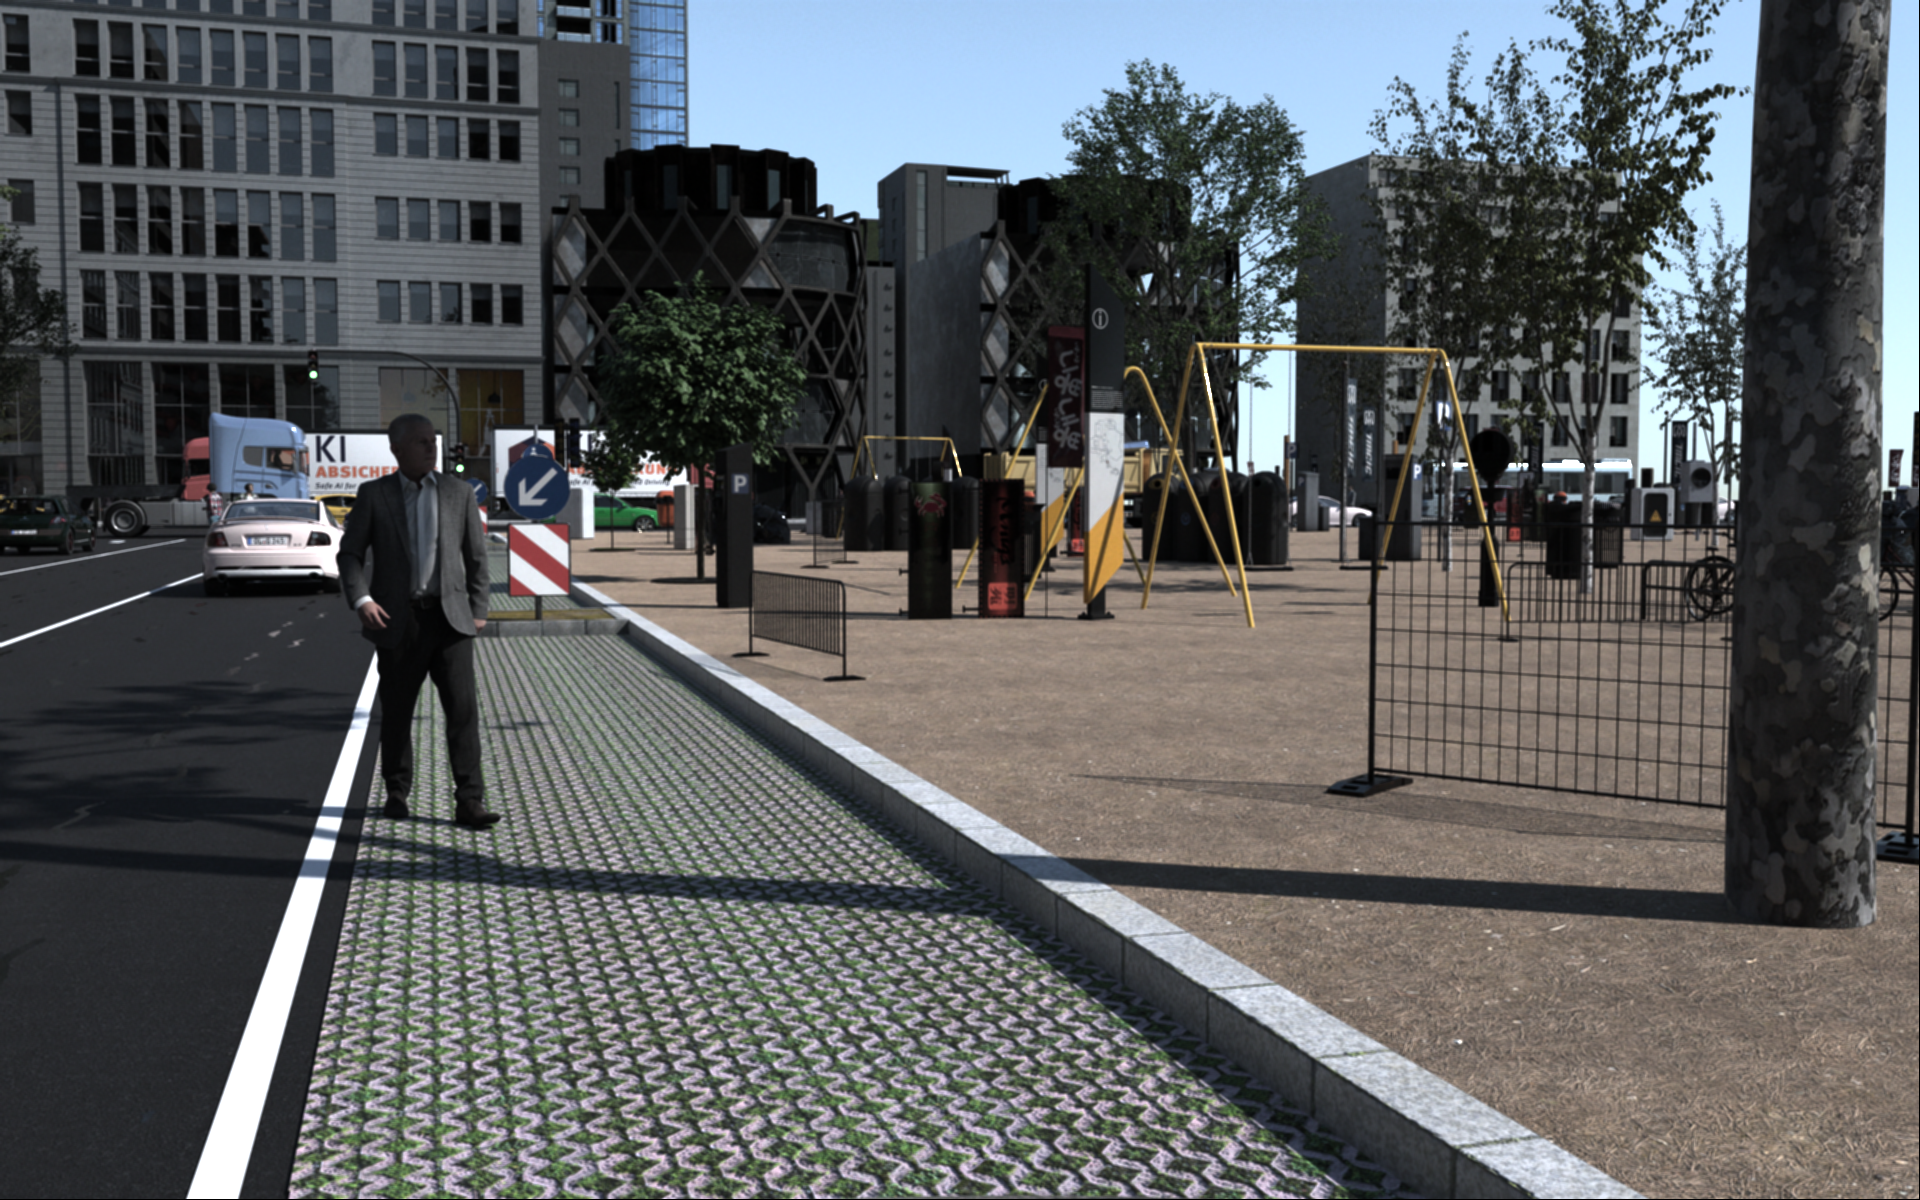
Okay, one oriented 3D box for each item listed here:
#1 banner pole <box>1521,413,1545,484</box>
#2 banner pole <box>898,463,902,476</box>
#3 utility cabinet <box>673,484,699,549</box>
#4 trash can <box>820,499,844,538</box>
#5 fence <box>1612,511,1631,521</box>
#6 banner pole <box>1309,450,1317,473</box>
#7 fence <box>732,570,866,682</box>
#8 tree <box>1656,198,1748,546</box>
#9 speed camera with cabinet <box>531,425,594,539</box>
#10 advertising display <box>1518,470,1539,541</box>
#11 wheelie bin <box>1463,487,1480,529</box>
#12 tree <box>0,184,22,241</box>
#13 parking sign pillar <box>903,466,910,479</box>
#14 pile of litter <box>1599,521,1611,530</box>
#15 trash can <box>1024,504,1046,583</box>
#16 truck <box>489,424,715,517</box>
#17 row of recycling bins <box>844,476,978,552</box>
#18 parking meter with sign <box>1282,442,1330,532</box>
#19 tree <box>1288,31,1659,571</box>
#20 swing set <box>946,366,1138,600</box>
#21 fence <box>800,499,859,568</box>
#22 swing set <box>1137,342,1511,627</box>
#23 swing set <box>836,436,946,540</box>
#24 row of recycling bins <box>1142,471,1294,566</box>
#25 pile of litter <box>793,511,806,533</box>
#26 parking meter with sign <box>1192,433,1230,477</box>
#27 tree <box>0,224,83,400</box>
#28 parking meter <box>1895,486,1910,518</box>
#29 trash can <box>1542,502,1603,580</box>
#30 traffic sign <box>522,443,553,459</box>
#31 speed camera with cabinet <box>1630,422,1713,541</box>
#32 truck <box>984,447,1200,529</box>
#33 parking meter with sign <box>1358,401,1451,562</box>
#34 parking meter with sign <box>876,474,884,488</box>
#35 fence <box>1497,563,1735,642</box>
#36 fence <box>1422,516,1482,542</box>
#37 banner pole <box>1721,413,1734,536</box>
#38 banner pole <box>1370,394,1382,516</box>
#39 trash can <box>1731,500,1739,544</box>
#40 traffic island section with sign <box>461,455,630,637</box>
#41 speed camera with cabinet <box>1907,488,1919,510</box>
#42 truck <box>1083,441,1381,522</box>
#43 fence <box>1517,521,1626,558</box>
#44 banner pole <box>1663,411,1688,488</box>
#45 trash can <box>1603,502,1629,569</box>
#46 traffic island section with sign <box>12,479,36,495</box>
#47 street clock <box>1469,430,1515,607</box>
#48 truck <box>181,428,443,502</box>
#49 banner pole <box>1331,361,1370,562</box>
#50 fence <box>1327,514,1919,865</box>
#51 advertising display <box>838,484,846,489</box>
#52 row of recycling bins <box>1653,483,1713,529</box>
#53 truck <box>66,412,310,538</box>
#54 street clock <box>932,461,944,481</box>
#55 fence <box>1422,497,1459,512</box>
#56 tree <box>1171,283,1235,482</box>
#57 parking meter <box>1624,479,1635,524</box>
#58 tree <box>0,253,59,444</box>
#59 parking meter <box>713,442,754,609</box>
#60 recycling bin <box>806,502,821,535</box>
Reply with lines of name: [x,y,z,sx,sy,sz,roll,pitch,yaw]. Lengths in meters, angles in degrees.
banner pole: [17.522,-3.869,53.277,0.863,3.779,0.401,2,4,28]
banner pole: [-4.809,-9.069,138.302,0.401,3.779,0.863,-2,4,-25]
utility cabinet: [-6.297,-1.922,40.106,0.318,1.500,1.173,1,4,11]
trash can: [-3.724,-2.374,50.474,0.748,1.137,0.748,0,3,0]
fence: [23.963,-2.889,62.605,0.278,0.683,2.069,-1,4,-11]
banner pole: [19.918,-6.599,97.918,0.401,3.779,0.863,-2,4,-30]
fence: [-1.226,0.157,12.810,0.278,0.683,2.069,-2,4,-26]
tree: [18.379,-5.626,42.343,4.360,8.622,3.978,0,3,0]
speed camera with cabinet: [-11.430,-3.371,49.454,2.038,3.252,0.660,2,4,27]
advertising display: [15.548,-2.583,47.442,0.123,1.923,0.974,-1,4,-9]
wheelie bin: [18.970,-3.436,64.093,0.693,1.594,0.980,1,4,18]
tree: [-22.689,-6.923,33.779,7.486,12.596,7.792,0,3,0]
parking sign pillar: [-4.561,-10.204,155.306,1.447,3.967,1.447,-3,4,-38]
pile of litter: [22.682,-2.934,61.928,1.719,0.858,1.176,-1,4,-23]
trash can: [0.881,-0.829,25.214,0.748,1.137,0.748,0,3,0]
truck: [-13.707,-5.094,72.208,11.283,4.237,2.839,-1,4,-18]
row of recycling bins: [-0.983,-1.985,39.573,3.534,1.692,1.069,-2,4,-32]
parking meter with sign: [11.874,-3.836,58.986,1.738,3.016,0.543,-3,4,-36]
tree: [8.342,-4.790,28.684,4.360,8.622,3.978,0,3,0]
swing set: [1.668,-1.536,22.738,2.862,2.851,3.119,-1,4,-17]
fence: [-2.322,-1.213,31.028,0.480,1.192,2.264,1,4,11]
swing set: [3.901,-1.268,18.352,3.119,2.851,2.862,-1,4,-16]
swing set: [-1.364,-3.063,47.705,3.119,2.851,2.862,-3,4,-36]
row of recycling bins: [4.762,-1.556,32.553,1.069,1.692,3.534,-3,4,-36]
pile of litter: [-4.719,-2.655,57.376,1.176,0.858,1.719,-3,5,-42]
parking meter with sign: [7.431,-3.293,50.108,1.738,3.016,0.543,0,4,-7]
tree: [-25.455,-6.394,41.419,8.767,10.594,7.601,-1,4,-17]
parking meter: [28.013,-2.635,51.497,0.372,1.533,0.369,0,3,0]
trash can: [9.169,-0.887,26.148,0.748,1.137,0.748,0,3,0]
traffic sign: [-10.656,-2.669,43.741,0.768,2.556,0.104,-1,4,-15]
speed camera with cabinet: [19.512,-3.248,47.447,2.038,3.252,0.660,0,4,-3]
truck: [5.983,-4.689,72.590,9.791,3.379,3.469,-1,4,-18]
parking meter with sign: [8.480,-2.261,33.227,0.543,3.016,1.738,-3,5,-44]
parking meter with sign: [-6.774,-9.341,148.980,0.543,3.016,1.738,-3,5,-43]
fence: [5.773,0.015,15.123,2.069,0.683,0.278,0,3,0]
fence: [12.903,-1.888,46.243,2.069,0.683,0.278,0,4,6]
banner pole: [23.402,-3.838,52.776,0.401,3.779,0.863,1,4,9]
banner pole: [10.339,-3.264,43.387,0.863,3.779,0.401,-3,4,-37]
trash can: [18.078,-1.716,39.709,0.748,1.137,0.748,0,3,0]
traffic island section with sign: [-4.581,-0.584,18.182,1.989,1.847,2.006,-1,4,-17]
speed camera with cabinet: [25.097,-3.061,44.390,2.038,3.252,0.660,-2,4,-34]
truck: [14.610,-6.104,89.566,18.799,4.110,2.967,-1,4,-17]
fence: [12.432,-1.216,35.250,2.069,0.683,0.278,2,4,29]
banner pole: [21.419,-3.793,52.025,0.863,3.779,0.401,0,4,6]
trash can: [11.159,-1.120,29.968,0.748,1.137,0.748,0,3,0]
traffic island section with sign: [-28.419,-2.705,52.366,2.006,1.907,1.989,-1,4,-17]
street clock: [6.031,-0.925,19.693,0.471,2.002,0.358,2,4,32]
truck: [-28.288,-5.269,75.055,11.283,4.237,2.839,-1,4,-18]
banner pole: [7.341,-2.616,32.797,0.401,3.779,0.863,2,4,35]
fence: [2.599,0.266,6.847,2.264,1.192,0.480,3,5,39]
advertising display: [-7.478,-6.583,112.840,0.974,1.923,0.123,-1,4,-22]
row of recycling bins: [26.403,-3.442,63.386,3.534,1.692,1.069,-2,4,-33]
truck: [-30.352,-4.056,56.070,18.799,4.110,2.967,-1,4,-19]
street clock: [-0.487,-2.061,38.273,0.358,2.002,0.471,0,4,5]
fence: [16.725,-3.053,61.115,0.480,1.192,2.264,-2,4,-35]
tree: [7.097,-6.706,60.011,4.360,8.622,3.978,0,3,0]
parking meter: [25.755,-3.726,66.623,0.255,1.863,0.399,0,4,-6]
tree: [-26.967,-5.782,47.363,4.360,8.622,3.978,0,3,0]
parking meter: [-2.553,-0.844,19.518,0.399,1.863,0.255,-3,4,-38]
recycling bin: [-4.375,-2.562,54.445,0.722,1.027,0.722,1,4,23]
